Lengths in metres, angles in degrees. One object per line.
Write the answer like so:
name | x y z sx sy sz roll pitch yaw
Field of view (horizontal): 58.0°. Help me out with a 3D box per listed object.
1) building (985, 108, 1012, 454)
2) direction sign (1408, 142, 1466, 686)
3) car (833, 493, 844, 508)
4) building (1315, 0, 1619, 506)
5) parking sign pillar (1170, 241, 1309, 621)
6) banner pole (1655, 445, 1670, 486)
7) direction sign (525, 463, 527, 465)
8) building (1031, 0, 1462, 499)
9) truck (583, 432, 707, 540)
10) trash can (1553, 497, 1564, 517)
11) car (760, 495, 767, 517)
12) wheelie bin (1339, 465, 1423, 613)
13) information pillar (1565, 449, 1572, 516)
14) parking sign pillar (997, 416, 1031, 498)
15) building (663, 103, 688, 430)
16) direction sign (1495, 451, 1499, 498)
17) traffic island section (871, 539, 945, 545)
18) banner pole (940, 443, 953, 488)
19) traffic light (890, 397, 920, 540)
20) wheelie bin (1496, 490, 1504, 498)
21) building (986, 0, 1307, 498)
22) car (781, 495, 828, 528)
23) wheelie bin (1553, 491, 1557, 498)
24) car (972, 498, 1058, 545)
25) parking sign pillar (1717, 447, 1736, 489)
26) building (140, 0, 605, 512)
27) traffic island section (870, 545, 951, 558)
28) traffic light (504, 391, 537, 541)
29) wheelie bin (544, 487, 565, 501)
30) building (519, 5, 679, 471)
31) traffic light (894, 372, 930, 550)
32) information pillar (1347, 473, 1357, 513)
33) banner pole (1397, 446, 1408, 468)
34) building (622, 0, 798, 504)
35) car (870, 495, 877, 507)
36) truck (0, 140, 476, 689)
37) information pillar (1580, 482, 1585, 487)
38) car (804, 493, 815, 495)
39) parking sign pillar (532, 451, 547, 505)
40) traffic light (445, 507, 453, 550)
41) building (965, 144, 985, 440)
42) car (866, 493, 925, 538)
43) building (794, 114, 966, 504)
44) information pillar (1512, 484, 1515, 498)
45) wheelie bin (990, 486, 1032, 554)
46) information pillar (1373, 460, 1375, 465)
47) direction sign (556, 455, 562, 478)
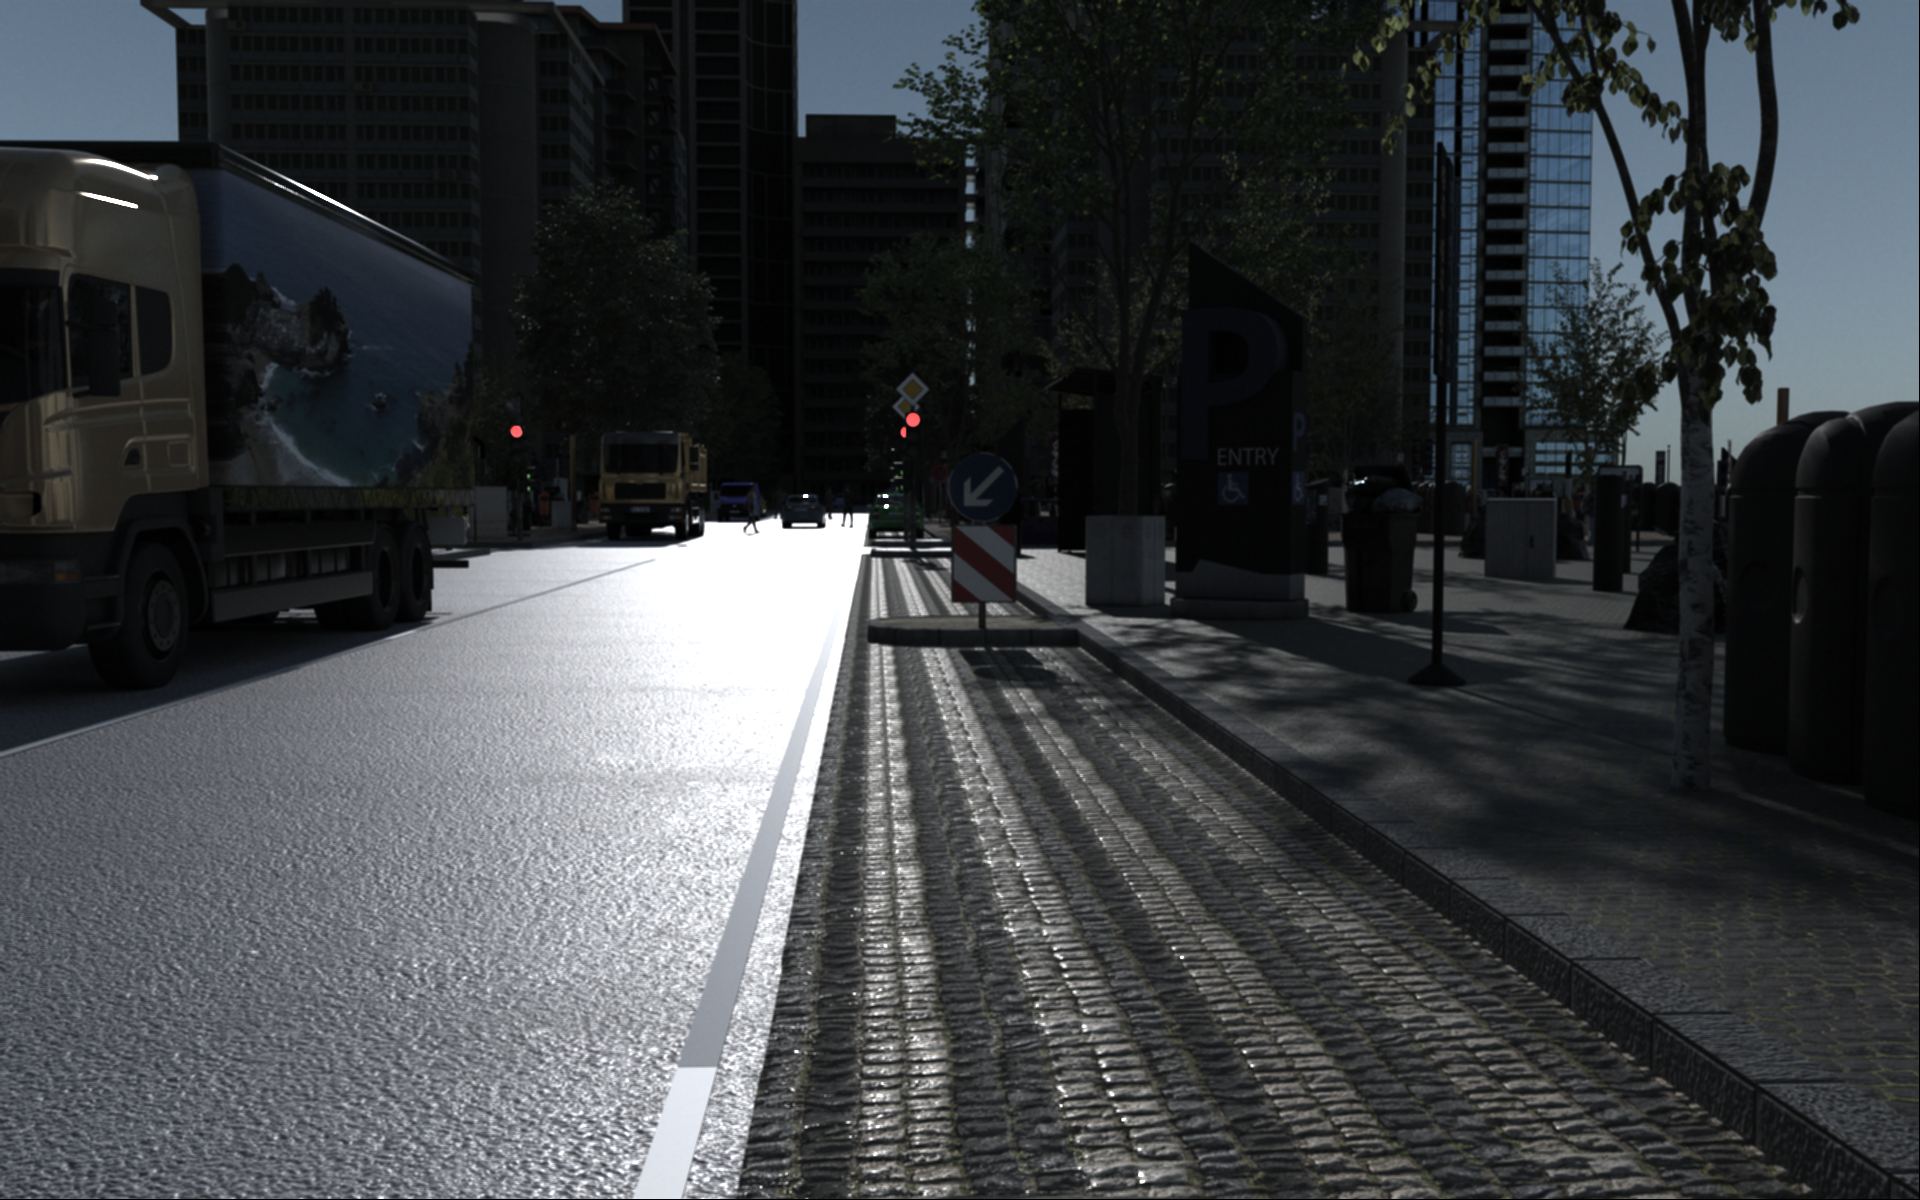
building | 9.551 -30.583 183.628 14.154 41.232 14.086 0 4 -3
direction sign | 3.233 -1.201 11.640 0.379 3.537 0.876 1 4 21
car | -11.867 -10.088 174.531 1.945 1.707 3.694 0 4 -2
building | 51.785 -53.136 181.443 31.000 86.520 22.319 0 4 -3
parking sign pillar | 2.944 -1.815 18.142 1.447 3.967 1.447 2 4 33
banner pole | 35.959 -6.026 88.544 0.863 3.779 0.401 0 4 8
direction sign | -23.562 -6.172 92.903 0.876 3.537 0.379 2 4 24
building | 20.126 -27.258 137.557 32.217 40.220 23.993 0 4 -3
truck | -9.907 -3.691 56.279 3.469 3.379 9.791 0 4 -3
trash can | 26.829 -4.067 78.151 0.748 1.137 0.748 0 3 0
car | -13.013 -5.970 107.828 2.015 1.641 3.980 0 4 -2
wheelie bin | 4.582 -0.670 18.855 0.693 1.594 0.980 -3 5 -44
information pillar | 31.752 -6.058 90.403 0.183 3.616 0.504 -1 4 -11
parking sign pillar | 1.882 -4.399 60.396 1.447 3.967 1.447 -3 5 -41
building | -36.078 -30.523 182.637 14.086 41.232 14.154 0 4 -3
direction sign | 28.493 -6.098 91.701 0.379 3.537 0.876 0 4 -3
traffic island section | -1.466 -1.578 48.088 2.009 0.180 2.903 0 4 -3
banner pole | -0.590 -5.799 84.833 0.863 3.779 0.401 1 4 20
traffic light | -1.506 -3.612 47.972 0.839 4.253 0.868 0 4 -3
wheelie bin | 37.326 -6.867 120.178 0.693 1.594 0.980 3 5 40
building | 16.910 -35.084 162.866 28.713 52.752 27.495 0 4 -3
car | -6.726 -3.837 74.739 2.014 1.417 4.499 0 4 -2
wheelie bin | 38.998 -6.512 114.386 0.693 1.594 0.980 3 4 37
car | 2.194 -1.864 43.055 3.894 1.354 1.945 0 4 -2
parking sign pillar | 44.073 -6.788 99.460 1.447 3.967 1.447 -1 4 -16
building | -41.294 -26.969 132.816 32.217 40.220 23.993 0 4 -3
traffic island section | -1.067 -1.091 40.113 2.009 0.180 2.903 0 4 -3
traffic light | -12.053 -3.579 47.431 0.839 4.253 0.868 0 4 -3
wheelie bin | -17.020 -3.946 72.419 0.980 1.594 0.693 0 4 -7
building | -37.795 -30.865 159.265 22.147 44.769 28.867 0 4 -3
traffic light | -1.107 -3.124 39.997 0.839 4.253 0.868 0 4 -3
information pillar | 13.581 -3.388 59.879 0.304 2.012 0.304 -3 5 -42
banner pole | 23.074 -6.132 90.268 0.863 3.779 0.401 -2 4 -24
building | -31.346 -47.906 221.519 20.611 71.187 20.563 0 4 -3
car | -6.594 -8.126 145.442 1.945 1.354 3.894 0 4 -1
truck | -7.138 -1.661 16.073 2.839 4.237 11.283 0 4 -1
information pillar | 36.806 -5.985 102.344 0.304 2.012 0.304 0 4 6
car | -16.480 -11.028 189.904 1.945 1.707 3.694 0 4 -3
parking sign pillar | -26.667 -7.424 109.851 1.447 3.967 1.447 1 4 9
traffic light | -11.654 -3.091 39.456 0.839 4.253 0.868 0 4 -3
building | 15.627 -37.156 227.104 30.456 49.044 23.786 0 4 -3
car | -2.110 -2.944 56.937 1.959 1.807 4.718 0 4 -3
building | -10.345 -36.765 224.808 21.600 48.544 21.300 0 4 -3
information pillar | 39.211 -7.217 122.487 0.304 2.012 0.304 0 4 6
wheelie bin | 0.997 -1.795 37.251 0.693 1.594 0.980 -1 4 -18
information pillar | 28.580 -7.852 119.731 0.183 3.616 0.504 0 4 -1
direction sign | -23.505 -6.704 101.605 0.379 3.537 0.876 -3 4 -36
